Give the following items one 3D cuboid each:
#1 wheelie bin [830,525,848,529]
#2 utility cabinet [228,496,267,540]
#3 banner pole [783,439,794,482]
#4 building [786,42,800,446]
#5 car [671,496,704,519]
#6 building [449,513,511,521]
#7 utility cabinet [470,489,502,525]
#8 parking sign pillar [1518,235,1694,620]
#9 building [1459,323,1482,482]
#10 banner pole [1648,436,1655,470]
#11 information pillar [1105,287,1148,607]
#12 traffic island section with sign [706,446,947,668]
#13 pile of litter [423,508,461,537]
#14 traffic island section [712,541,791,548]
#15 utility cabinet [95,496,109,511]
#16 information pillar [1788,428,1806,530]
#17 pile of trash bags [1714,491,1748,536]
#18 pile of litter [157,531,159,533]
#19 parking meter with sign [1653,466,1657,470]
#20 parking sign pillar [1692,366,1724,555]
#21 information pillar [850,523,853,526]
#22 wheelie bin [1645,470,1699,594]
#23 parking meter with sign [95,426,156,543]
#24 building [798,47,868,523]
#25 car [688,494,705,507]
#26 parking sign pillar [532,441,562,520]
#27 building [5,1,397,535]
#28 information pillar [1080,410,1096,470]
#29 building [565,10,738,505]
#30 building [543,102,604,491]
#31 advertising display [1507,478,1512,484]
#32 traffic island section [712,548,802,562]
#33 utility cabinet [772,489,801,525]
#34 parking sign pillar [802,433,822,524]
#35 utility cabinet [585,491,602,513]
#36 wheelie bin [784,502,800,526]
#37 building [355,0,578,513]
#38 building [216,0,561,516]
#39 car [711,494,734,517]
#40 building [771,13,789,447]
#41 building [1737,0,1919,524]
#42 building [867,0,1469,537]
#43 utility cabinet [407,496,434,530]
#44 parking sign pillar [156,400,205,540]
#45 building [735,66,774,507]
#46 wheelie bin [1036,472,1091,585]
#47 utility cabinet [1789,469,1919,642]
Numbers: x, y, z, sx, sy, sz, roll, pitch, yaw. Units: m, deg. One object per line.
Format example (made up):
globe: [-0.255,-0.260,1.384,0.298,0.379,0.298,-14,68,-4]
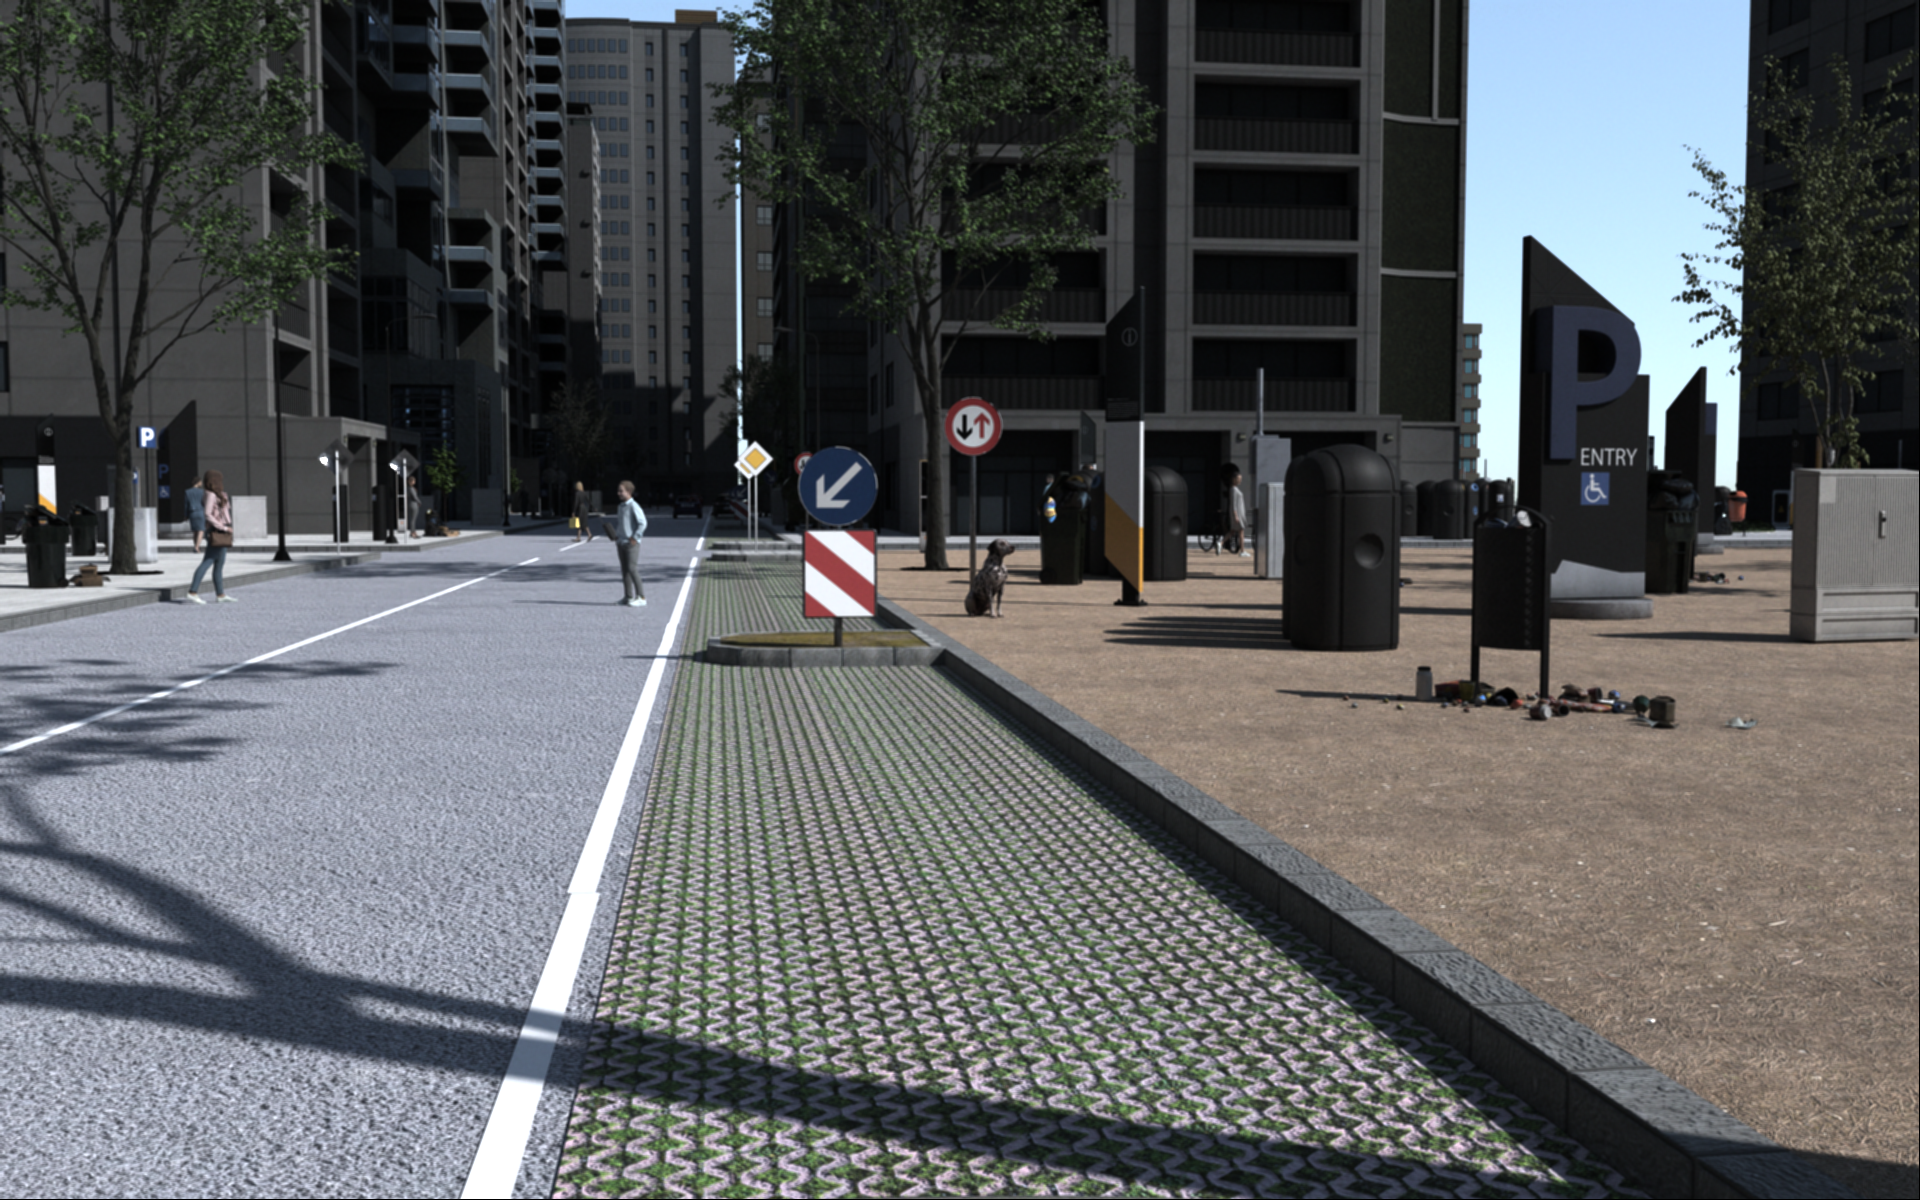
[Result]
wheelie bin: [-4.247,-3.271,61.385,0.693,1.594,0.980,1,4,12]
utility cabinet: [-20.291,-2.333,49.301,0.306,1.237,1.020,3,5,43]
banner pole: [-7.887,-5.467,79.396,0.401,3.779,0.863,3,4,39]
building: [-6.319,-29.715,135.946,14.600,45.320,14.200,0,4,-8]
car: [-16.160,-5.509,102.651,1.945,1.354,3.894,-1,4,-9]
building: [-36.415,-47.814,94.426,22.319,86.520,31.000,0,4,-8]
utility cabinet: [-19.355,-3.793,70.699,1.173,1.500,0.318,-2,4,-30]
parking sign pillar: [6.571,-1.821,18.239,1.447,3.967,1.447,-1,4,-16]
building: [36.641,-20.941,187.427,28.899,21.520,27.650,0,4,-8]
banner pole: [26.025,-4.615,65.468,0.863,3.779,0.401,-3,5,-42]
information pillar: [1.895,-1.742,19.832,0.504,3.616,0.183,3,4,38]
traffic island section with sign: [-1.221,-0.400,15.164,1.989,1.847,2.006,0,4,-8]
pile of litter: [-15.768,-2.362,52.584,1.176,0.858,1.719,0,4,-5]
traffic island section: [-5.519,-1.434,45.729,2.009,0.180,2.903,0,4,-8]
utility cabinet: [-23.933,-2.323,49.138,0.306,1.237,1.020,3,4,38]
information pillar: [29.583,-4.271,61.186,0.183,3.616,0.504,-2,4,-31]
pile of trash bags: [23.298,-2.697,53.851,1.912,1.369,3.447,-1,4,-11]
pile of litter: [-24.927,-2.385,52.959,1.176,0.858,1.719,-3,4,-38]
parking meter with sign: [43.709,-6.762,106.827,1.738,3.016,0.543,0,4,5]
parking sign pillar: [15.733,-2.988,37.334,1.447,3.967,1.447,-1,4,-9]
information pillar: [-4.324,-4.033,70.435,0.304,2.012,0.304,0,4,-3]
wheelie bin: [9.164,-0.895,22.533,0.980,1.594,0.693,-2,4,-28]
parking meter with sign: [-21.819,-2.993,45.191,1.738,3.016,0.543,1,4,22]
building: [-0.855,-24.459,83.505,14.154,41.232,14.086,0,4,-8]
car: [-28.572,-10.860,186.607,2.155,1.783,4.494,-1,4,-8]
parking sign pillar: [-20.734,-6.013,86.787,1.447,3.967,1.447,0,4,-3]
building: [-31.082,-38.123,61.568,20.563,71.187,20.611,0,4,-8]
information pillar: [3.548,-3.474,48.154,0.504,3.616,0.183,3,5,40]
building: [-41.821,-41.091,213.840,28.212,58.520,21.231,0,4,-8]
building: [-45.022,-30.512,182.462,14.086,41.232,14.154,0,4,-8]
advertising display: [21.669,-3.862,68.365,0.123,1.923,0.974,1,4,21]
traffic island section: [-4.408,-0.950,37.821,2.009,0.180,2.903,0,4,-8]
utility cabinet: [-7.141,-3.823,71.178,1.173,1.500,0.318,1,4,16]
parking sign pillar: [-6.617,-5.337,75.726,1.447,3.967,1.447,0,4,0]
utility cabinet: [-24.921,-6.674,117.798,1.173,1.500,0.318,1,4,21]
wheelie bin: [-6.769,-3.792,69.905,0.693,1.594,0.980,-1,4,-16]
building: [-44.756,-51.249,150.592,22.319,86.520,31.000,0,4,-8]
building: [-40.236,-42.045,125.684,20.563,71.187,20.611,0,4,-8]
car: [-14.804,-6.138,110.150,2.009,1.686,4.222,-1,4,-8]
building: [-5.641,-32.444,154.153,21.300,48.544,21.600,0,4,-8]
building: [45.522,-38.338,65.085,20.611,71.187,20.563,0,4,-8]
building: [7.694,-38.076,60.801,20.611,71.187,20.563,0,4,-8]
utility cabinet: [-19.696,-3.175,63.076,0.306,1.237,1.020,3,5,44]
parking sign pillar: [-22.230,-3.715,49.207,1.447,3.967,1.447,1,4,10]
building: [-14.654,-38.630,220.843,27.495,52.752,28.713,0,4,-8]
wheelie bin: [1.480,-1.023,24.638,0.693,1.594,0.980,1,4,13]
utility cabinet: [7.836,-0.391,15.075,1.173,1.500,0.318,-1,4,-17]
